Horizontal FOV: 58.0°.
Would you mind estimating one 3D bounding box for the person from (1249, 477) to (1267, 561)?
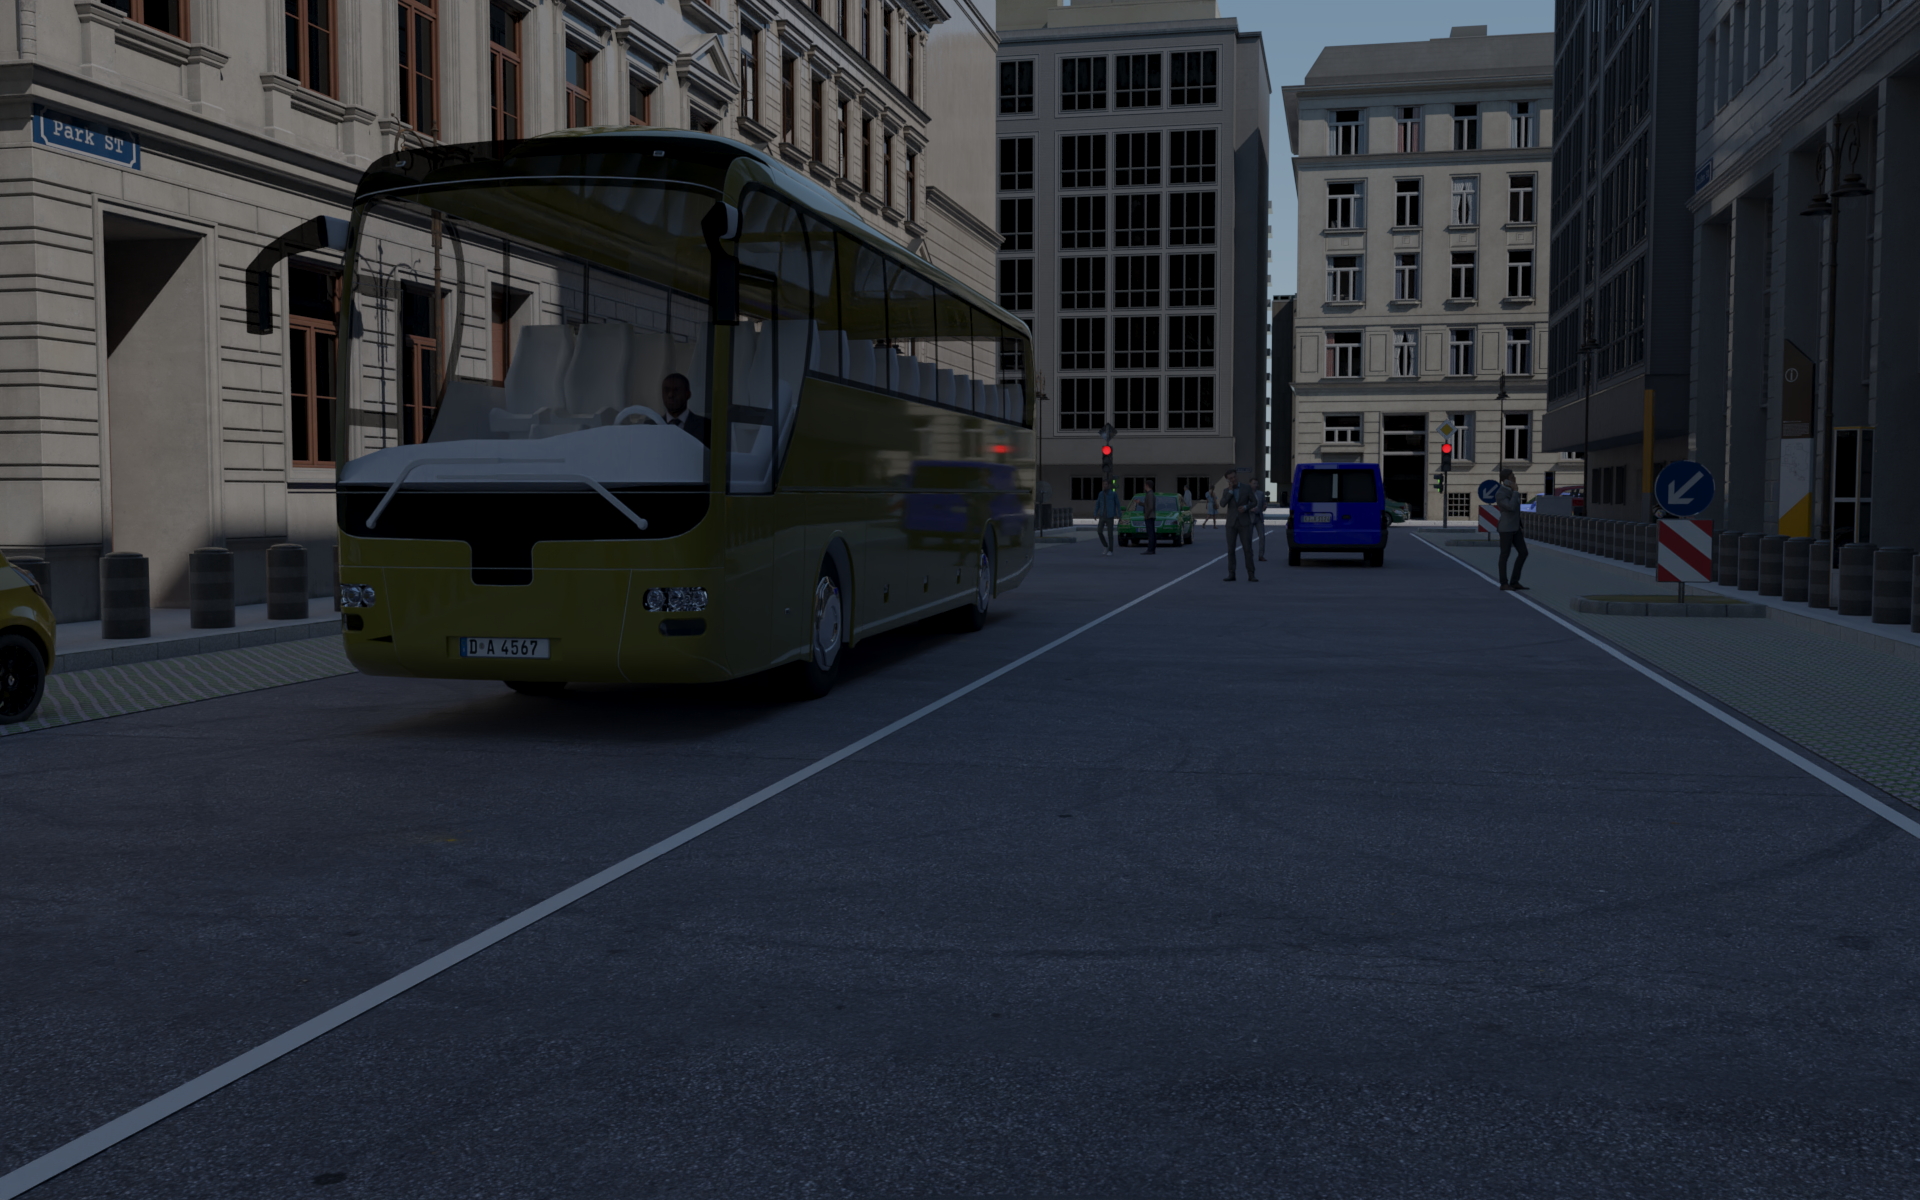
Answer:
[{"bbox_3d":[6.303,-1.728,36.956,0.606,1.804,0.583,-1,4,-16],"label":"person"}]

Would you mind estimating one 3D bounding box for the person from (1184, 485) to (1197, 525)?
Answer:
[{"bbox_3d":[10.412,-4.299,78.628,0.795,1.843,0.661,1,4,20],"label":"person"}]

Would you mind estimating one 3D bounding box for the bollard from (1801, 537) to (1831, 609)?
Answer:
[{"bbox_3d":[9.802,-0.295,19.542,0.404,0.777,0.398,0,3,0],"label":"bollard"}]

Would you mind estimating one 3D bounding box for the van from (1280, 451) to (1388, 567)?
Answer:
[{"bbox_3d":[7.773,-1.932,35.979,2.240,2.365,5.245,1,4,11],"label":"van"}]

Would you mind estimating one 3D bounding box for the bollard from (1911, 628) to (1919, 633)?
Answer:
[{"bbox_3d":[9.022,-0.078,16.000,0.404,0.777,0.398,0,3,0],"label":"bollard"}]

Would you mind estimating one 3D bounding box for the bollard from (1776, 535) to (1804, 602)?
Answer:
[{"bbox_3d":[10.065,-0.367,20.719,0.404,0.777,0.398,0,3,0],"label":"bollard"}]

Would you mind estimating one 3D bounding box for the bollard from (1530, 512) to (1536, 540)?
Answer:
[{"bbox_3d":[16.065,-2.027,47.855,0.404,0.777,0.398,0,3,0],"label":"bollard"}]

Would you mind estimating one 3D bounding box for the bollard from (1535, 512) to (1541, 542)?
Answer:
[{"bbox_3d":[15.801,-1.954,46.669,0.404,0.777,0.398,0,3,0],"label":"bollard"}]

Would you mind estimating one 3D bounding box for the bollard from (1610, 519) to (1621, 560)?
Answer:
[{"bbox_3d":[12.937,-1.161,33.699,0.404,0.777,0.398,0,3,0],"label":"bollard"}]

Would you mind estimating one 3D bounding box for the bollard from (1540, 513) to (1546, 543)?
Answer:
[{"bbox_3d":[15.541,-1.882,45.495,0.404,0.777,0.398,0,3,0],"label":"bollard"}]

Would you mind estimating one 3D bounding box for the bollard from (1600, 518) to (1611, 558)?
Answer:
[{"bbox_3d":[13.197,-1.234,34.889,0.404,0.777,0.398,0,3,0],"label":"bollard"}]

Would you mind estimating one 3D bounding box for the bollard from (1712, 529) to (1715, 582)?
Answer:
[{"bbox_3d":[11.104,-0.655,25.434,0.404,0.777,0.398,0,3,0],"label":"bollard"}]

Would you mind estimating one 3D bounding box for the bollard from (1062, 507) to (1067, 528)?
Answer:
[{"bbox_3d":[3.749,-3.144,66.126,0.404,0.777,0.398,0,3,0],"label":"bollard"}]

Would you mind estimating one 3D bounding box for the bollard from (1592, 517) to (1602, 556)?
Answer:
[{"bbox_3d":[13.458,-1.306,36.069,0.404,0.777,0.398,0,3,0],"label":"bollard"}]

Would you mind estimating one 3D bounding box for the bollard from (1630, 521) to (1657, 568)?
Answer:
[{"bbox_3d":[12.412,-1.016,31.336,0.404,0.777,0.398,0,3,0],"label":"bollard"}]

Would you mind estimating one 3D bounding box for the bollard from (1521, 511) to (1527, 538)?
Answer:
[{"bbox_3d":[16.590,-2.172,50.227,0.404,0.777,0.398,0,3,0],"label":"bollard"}]

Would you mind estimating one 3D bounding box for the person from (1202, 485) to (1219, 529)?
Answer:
[{"bbox_3d":[10.351,-3.828,71.181,0.778,1.811,0.616,-2,4,-31],"label":"person"}]

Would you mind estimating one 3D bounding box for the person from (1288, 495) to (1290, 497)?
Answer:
[{"bbox_3d":[38.602,-12.009,205.372,1.217,1.766,0.721,1,4,12],"label":"person"}]

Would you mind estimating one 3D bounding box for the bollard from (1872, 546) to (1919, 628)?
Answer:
[{"bbox_3d":[9.279,-0.151,17.178,0.404,0.777,0.398,0,3,0],"label":"bollard"}]

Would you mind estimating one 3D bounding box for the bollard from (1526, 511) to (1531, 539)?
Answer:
[{"bbox_3d":[16.330,-2.100,49.046,0.404,0.777,0.398,0,3,0],"label":"bollard"}]

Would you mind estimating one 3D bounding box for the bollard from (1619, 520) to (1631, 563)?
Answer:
[{"bbox_3d":[12.678,-1.089,32.525,0.404,0.777,0.398,0,3,0],"label":"bollard"}]

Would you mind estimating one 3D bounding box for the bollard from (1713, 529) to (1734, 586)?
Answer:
[{"bbox_3d":[10.847,-0.584,24.260,0.404,0.777,0.398,0,3,0],"label":"bollard"}]

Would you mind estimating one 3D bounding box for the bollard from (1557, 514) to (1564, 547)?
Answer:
[{"bbox_3d":[14.755,-1.665,41.943,0.404,0.777,0.398,0,3,0],"label":"bollard"}]

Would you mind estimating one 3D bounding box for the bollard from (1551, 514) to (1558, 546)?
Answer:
[{"bbox_3d":[15.021,-1.737,43.114,0.404,0.777,0.398,0,3,0],"label":"bollard"}]

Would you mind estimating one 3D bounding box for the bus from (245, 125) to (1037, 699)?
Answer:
[{"bbox_3d":[-1.463,-1.466,15.512,2.896,3.916,12.252,1,4,11],"label":"bus"}]

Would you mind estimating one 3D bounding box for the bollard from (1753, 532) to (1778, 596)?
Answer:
[{"bbox_3d":[10.324,-0.439,21.895,0.404,0.777,0.398,0,3,0],"label":"bollard"}]

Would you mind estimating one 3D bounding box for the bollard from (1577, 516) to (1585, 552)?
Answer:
[{"bbox_3d":[13.976,-1.449,38.416,0.404,0.777,0.398,0,3,0],"label":"bollard"}]

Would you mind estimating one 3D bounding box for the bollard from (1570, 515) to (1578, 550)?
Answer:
[{"bbox_3d":[14.235,-1.521,39.590,0.404,0.777,0.398,0,3,0],"label":"bollard"}]

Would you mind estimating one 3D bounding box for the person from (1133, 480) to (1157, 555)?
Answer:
[{"bbox_3d":[4.360,-1.967,41.199,0.750,1.759,0.617,2,4,30],"label":"person"}]

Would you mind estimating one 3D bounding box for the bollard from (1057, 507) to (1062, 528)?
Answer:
[{"bbox_3d":[3.494,-3.072,64.951,0.404,0.777,0.398,0,3,0],"label":"bollard"}]

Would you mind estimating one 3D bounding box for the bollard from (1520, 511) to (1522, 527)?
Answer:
[{"bbox_3d":[16.849,-2.244,51.407,0.404,0.777,0.398,0,3,0],"label":"bollard"}]

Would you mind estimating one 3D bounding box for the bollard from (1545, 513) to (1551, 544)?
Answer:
[{"bbox_3d":[15.281,-1.810,44.312,0.404,0.777,0.398,0,3,0],"label":"bollard"}]

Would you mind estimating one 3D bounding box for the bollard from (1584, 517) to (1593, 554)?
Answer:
[{"bbox_3d":[13.715,-1.378,37.243,0.404,0.777,0.398,0,3,0],"label":"bollard"}]

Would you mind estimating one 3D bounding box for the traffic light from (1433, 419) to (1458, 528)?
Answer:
[{"bbox_3d":[18.195,-4.649,64.926,0.839,4.253,0.868,1,4,12],"label":"traffic light"}]

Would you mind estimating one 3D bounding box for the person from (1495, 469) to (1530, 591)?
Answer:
[{"bbox_3d":[8.190,-1.039,25.677,0.592,1.802,0.473,-2,4,-33],"label":"person"}]

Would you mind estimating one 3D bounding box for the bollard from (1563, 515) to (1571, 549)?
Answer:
[{"bbox_3d":[14.496,-1.593,40.768,0.404,0.777,0.398,0,3,0],"label":"bollard"}]

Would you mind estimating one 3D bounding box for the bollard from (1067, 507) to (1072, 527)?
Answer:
[{"bbox_3d":[4.015,-3.216,67.297,0.404,0.777,0.398,0,3,0],"label":"bollard"}]

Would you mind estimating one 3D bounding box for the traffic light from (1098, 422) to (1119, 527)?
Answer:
[{"bbox_3d":[5.779,-4.815,67.646,0.839,4.253,0.868,1,4,12],"label":"traffic light"}]

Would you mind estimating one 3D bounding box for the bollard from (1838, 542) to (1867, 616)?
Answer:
[{"bbox_3d":[9.544,-0.223,18.368,0.404,0.777,0.398,0,3,0],"label":"bollard"}]

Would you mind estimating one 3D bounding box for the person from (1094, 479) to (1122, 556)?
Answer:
[{"bbox_3d":[3.425,-1.915,40.156,0.601,1.785,0.444,2,4,31],"label":"person"}]

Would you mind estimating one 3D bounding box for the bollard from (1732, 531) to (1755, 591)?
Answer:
[{"bbox_3d":[10.584,-0.511,23.069,0.404,0.777,0.398,0,3,0],"label":"bollard"}]

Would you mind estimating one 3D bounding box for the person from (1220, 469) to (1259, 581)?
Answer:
[{"bbox_3d":[4.581,-1.228,28.391,0.655,1.846,0.447,1,4,16],"label":"person"}]
